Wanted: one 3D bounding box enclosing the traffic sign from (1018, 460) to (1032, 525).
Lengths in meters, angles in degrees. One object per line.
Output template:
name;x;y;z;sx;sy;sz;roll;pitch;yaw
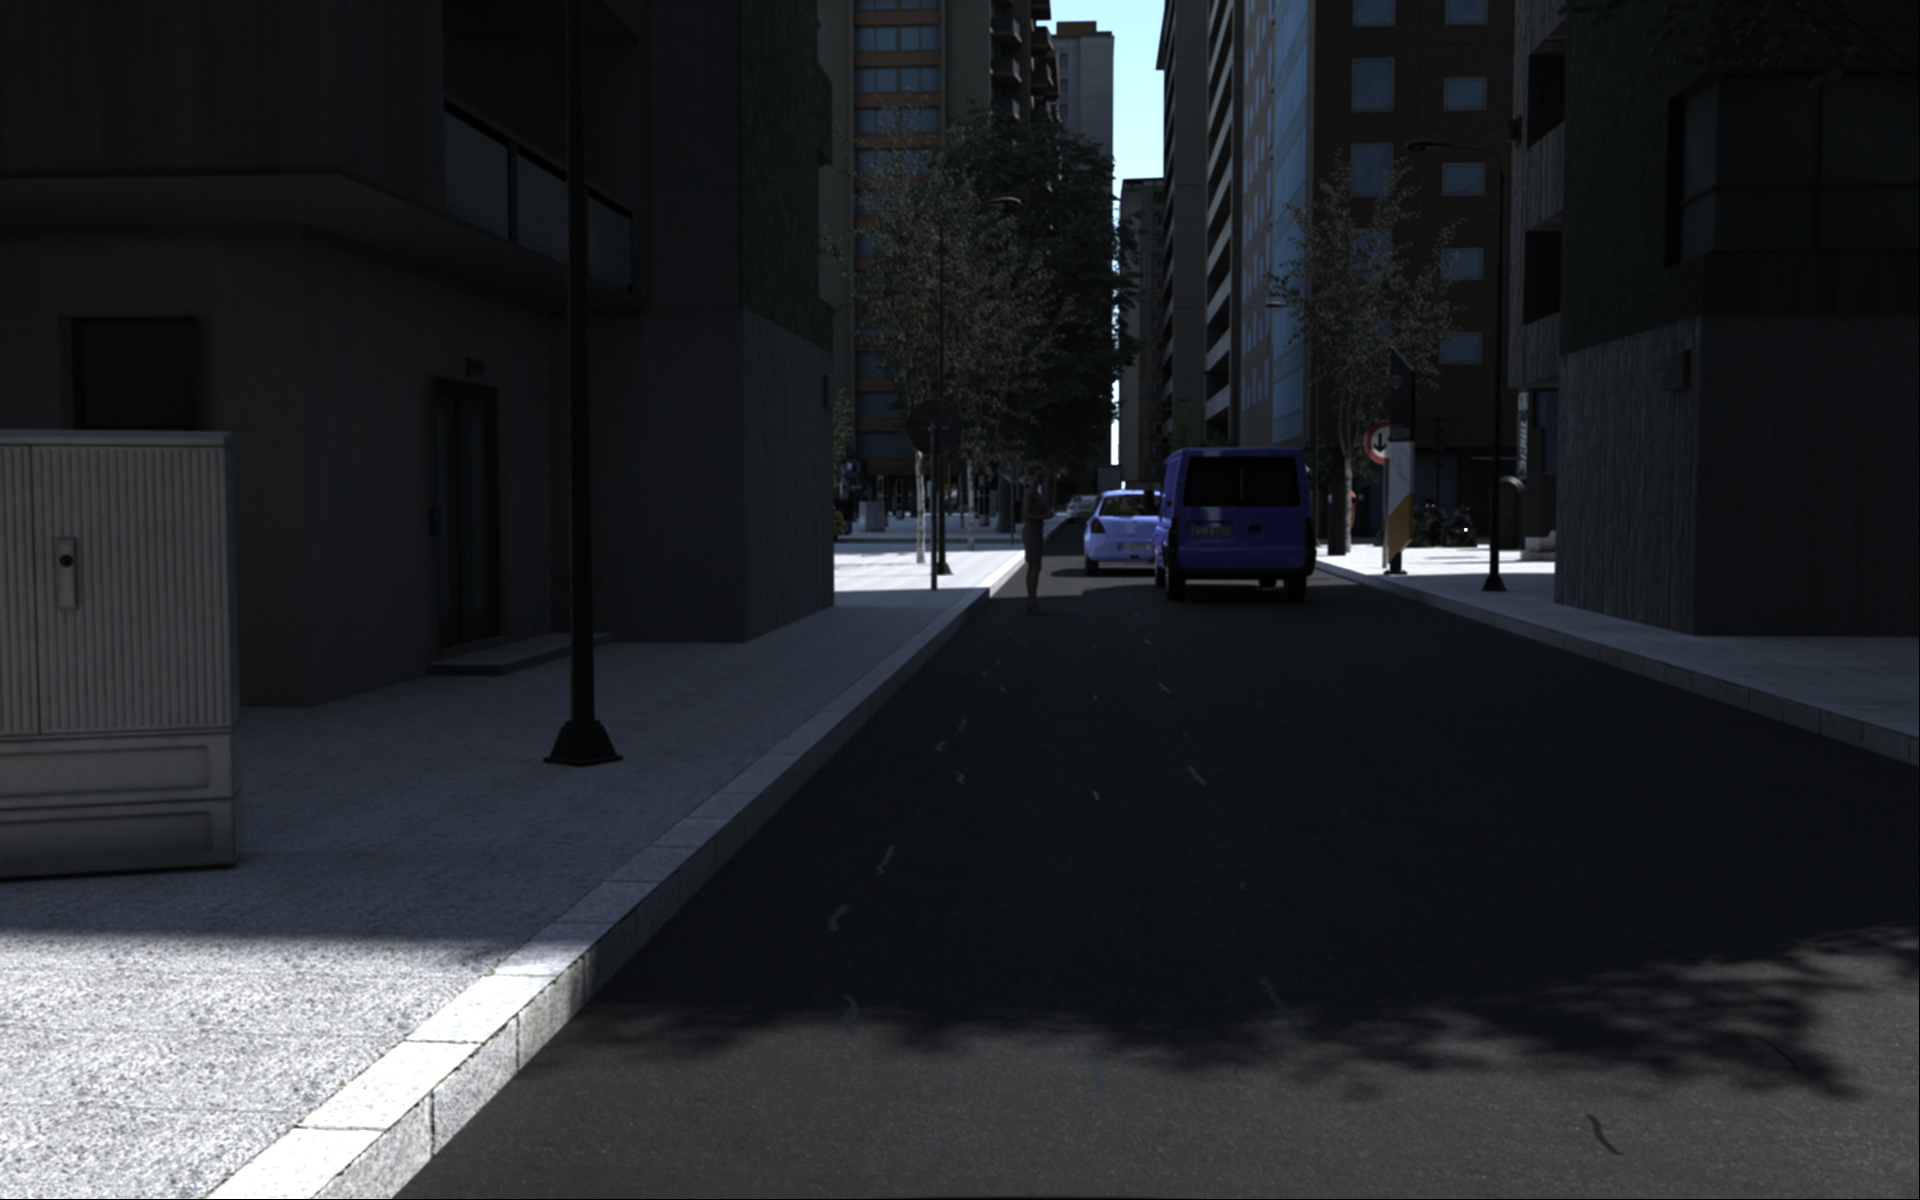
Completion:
traffic sign;1.924;-2.912;51.252;0.795;2.450;0.064;0;4;4

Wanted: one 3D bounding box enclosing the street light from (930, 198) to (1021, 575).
street light;0.250;-3.352;27.342;1.470;5.913;1.316;0;4;4

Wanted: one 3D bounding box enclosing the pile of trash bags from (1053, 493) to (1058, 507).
pile of trash bags;5.071;-6.419;114.699;3.447;1.369;1.912;-3;4;-38

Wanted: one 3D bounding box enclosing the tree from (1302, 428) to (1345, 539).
tree;10.487;-3.390;50.025;1.663;3.219;1.824;0;3;0

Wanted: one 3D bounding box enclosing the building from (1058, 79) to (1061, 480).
building;-1.353;-31.523;170.022;22.147;44.769;28.867;0;4;4

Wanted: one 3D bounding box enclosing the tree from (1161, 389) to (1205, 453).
tree;15.798;-10.387;120.185;4.737;8.622;4.395;0;3;0

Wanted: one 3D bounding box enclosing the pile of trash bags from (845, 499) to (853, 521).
pile of trash bags;-6.757;-4.463;82.714;1.912;1.369;3.447;3;5;42

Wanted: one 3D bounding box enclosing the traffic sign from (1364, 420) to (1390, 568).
traffic sign;7.346;-1.821;29.875;0.768;2.556;0.104;1;4;9

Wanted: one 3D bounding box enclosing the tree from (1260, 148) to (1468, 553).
tree;8.736;-5.344;37.735;4.360;8.622;3.978;0;3;0

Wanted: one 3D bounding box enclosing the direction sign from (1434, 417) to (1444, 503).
direction sign;14.171;-3.629;51.331;0.379;3.537;0.876;0;4;0

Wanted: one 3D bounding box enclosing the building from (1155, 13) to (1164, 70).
building;35.610;-36.422;184.740;28.713;52.752;27.495;0;4;4

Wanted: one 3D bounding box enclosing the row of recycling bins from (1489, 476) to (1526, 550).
row of recycling bins;13.638;-1.965;39.239;1.069;1.692;3.534;-3;5;-43

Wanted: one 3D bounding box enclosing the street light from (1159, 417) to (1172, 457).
street light;12.910;-8.044;104.065;1.470;5.913;1.316;0;4;4

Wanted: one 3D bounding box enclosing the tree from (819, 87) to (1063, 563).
tree;-0.662;-4.975;31.710;4.360;8.622;3.978;0;3;0

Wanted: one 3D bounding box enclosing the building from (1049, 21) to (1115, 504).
building;5.274;-41.505;220.602;28.212;58.520;21.231;0;4;4

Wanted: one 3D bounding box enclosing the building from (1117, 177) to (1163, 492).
building;26.888;-32.619;216.909;14.086;41.232;14.154;0;4;4

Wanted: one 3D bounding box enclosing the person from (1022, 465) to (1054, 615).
person;0.928;-0.731;20.786;0.374;1.781;0.599;1;4;15

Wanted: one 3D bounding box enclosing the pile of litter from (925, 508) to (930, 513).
pile of litter;-2.008;-6.468;119.722;1.176;0.858;1.719;3;5;43

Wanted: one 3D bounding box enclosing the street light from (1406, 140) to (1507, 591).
street light;6.547;-3.077;22.854;1.470;5.913;1.316;0;4;4

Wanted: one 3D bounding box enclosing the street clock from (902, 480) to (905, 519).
street clock;-2.986;-5.209;89.733;0.358;2.002;0.471;0;4;3

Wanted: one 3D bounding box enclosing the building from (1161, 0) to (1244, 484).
building;27.121;-31.367;136.556;21.300;48.544;21.600;0;4;4

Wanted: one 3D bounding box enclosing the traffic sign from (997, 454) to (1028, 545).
traffic sign;1.311;-2.425;43.290;0.795;2.450;0.064;0;4;4

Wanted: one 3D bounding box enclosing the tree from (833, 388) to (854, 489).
tree;-8.772;-9.993;113.748;4.737;8.622;4.395;0;3;0

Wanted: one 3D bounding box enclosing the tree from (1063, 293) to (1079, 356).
tree;0.331;-5.412;38.853;4.360;8.622;3.978;0;3;0

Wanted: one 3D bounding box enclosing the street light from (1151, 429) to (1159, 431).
street light;14.400;-9.292;124.459;1.470;5.913;1.316;0;4;4

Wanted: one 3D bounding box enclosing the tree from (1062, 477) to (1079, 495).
tree;12.585;-12.239;194.710;1.663;3.219;1.824;0;3;0

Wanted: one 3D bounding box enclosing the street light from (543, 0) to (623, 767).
street light;-1.271;-2.174;8.094;1.470;5.913;1.316;0;4;4

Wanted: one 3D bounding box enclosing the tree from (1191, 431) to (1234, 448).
tree;12.914;-6.348;87.503;4.285;4.588;4.351;0;3;0

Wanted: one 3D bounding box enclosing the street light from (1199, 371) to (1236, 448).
street light;9.809;-5.668;65.207;1.470;5.913;1.316;0;4;4

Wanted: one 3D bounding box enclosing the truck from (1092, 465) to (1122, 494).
truck;14.432;-11.061;169.766;2.839;4.237;11.283;0;4;3

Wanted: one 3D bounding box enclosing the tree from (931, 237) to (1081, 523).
tree;2.470;-9.741;77.398;7.486;12.596;7.792;0;3;0

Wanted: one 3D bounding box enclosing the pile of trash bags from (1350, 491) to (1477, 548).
pile of trash bags;10.685;-1.978;42.088;3.447;1.369;1.912;-1;4;-9

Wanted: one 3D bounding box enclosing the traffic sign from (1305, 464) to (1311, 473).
traffic sign;8.234;-2.391;42.739;0.795;2.450;0.064;0;4;4

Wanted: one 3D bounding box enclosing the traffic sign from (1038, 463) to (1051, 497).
traffic sign;3.322;-4.314;70.643;0.768;2.556;0.104;1;4;9

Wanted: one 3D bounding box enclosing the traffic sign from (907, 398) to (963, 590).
traffic sign;-0.349;-1.407;23.106;0.768;2.556;0.104;1;4;13

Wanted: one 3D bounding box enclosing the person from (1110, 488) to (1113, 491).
person;9.204;-5.897;105.191;0.678;1.792;0.850;1;4;18

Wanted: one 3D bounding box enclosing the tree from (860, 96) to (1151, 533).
tree;1.620;-9.192;56.952;9.857;13.997;8.962;0;3;0

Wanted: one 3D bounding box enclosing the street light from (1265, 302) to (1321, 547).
street light;8.094;-4.254;42.100;1.470;5.913;1.316;0;4;4

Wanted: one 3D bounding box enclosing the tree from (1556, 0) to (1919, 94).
tree;7.039;-5.162;10.152;9.928;11.665;9.643;0;3;0

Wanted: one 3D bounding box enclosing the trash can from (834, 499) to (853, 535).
trash can;-3.693;-2.606;54.265;0.748;1.137;0.748;0;3;0

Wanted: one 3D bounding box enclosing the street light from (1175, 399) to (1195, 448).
street light;11.303;-6.861;84.724;1.470;5.913;1.316;0;4;4

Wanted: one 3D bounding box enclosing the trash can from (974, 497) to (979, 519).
trash can;0.842;-4.847;90.899;0.748;1.137;0.748;0;3;0
